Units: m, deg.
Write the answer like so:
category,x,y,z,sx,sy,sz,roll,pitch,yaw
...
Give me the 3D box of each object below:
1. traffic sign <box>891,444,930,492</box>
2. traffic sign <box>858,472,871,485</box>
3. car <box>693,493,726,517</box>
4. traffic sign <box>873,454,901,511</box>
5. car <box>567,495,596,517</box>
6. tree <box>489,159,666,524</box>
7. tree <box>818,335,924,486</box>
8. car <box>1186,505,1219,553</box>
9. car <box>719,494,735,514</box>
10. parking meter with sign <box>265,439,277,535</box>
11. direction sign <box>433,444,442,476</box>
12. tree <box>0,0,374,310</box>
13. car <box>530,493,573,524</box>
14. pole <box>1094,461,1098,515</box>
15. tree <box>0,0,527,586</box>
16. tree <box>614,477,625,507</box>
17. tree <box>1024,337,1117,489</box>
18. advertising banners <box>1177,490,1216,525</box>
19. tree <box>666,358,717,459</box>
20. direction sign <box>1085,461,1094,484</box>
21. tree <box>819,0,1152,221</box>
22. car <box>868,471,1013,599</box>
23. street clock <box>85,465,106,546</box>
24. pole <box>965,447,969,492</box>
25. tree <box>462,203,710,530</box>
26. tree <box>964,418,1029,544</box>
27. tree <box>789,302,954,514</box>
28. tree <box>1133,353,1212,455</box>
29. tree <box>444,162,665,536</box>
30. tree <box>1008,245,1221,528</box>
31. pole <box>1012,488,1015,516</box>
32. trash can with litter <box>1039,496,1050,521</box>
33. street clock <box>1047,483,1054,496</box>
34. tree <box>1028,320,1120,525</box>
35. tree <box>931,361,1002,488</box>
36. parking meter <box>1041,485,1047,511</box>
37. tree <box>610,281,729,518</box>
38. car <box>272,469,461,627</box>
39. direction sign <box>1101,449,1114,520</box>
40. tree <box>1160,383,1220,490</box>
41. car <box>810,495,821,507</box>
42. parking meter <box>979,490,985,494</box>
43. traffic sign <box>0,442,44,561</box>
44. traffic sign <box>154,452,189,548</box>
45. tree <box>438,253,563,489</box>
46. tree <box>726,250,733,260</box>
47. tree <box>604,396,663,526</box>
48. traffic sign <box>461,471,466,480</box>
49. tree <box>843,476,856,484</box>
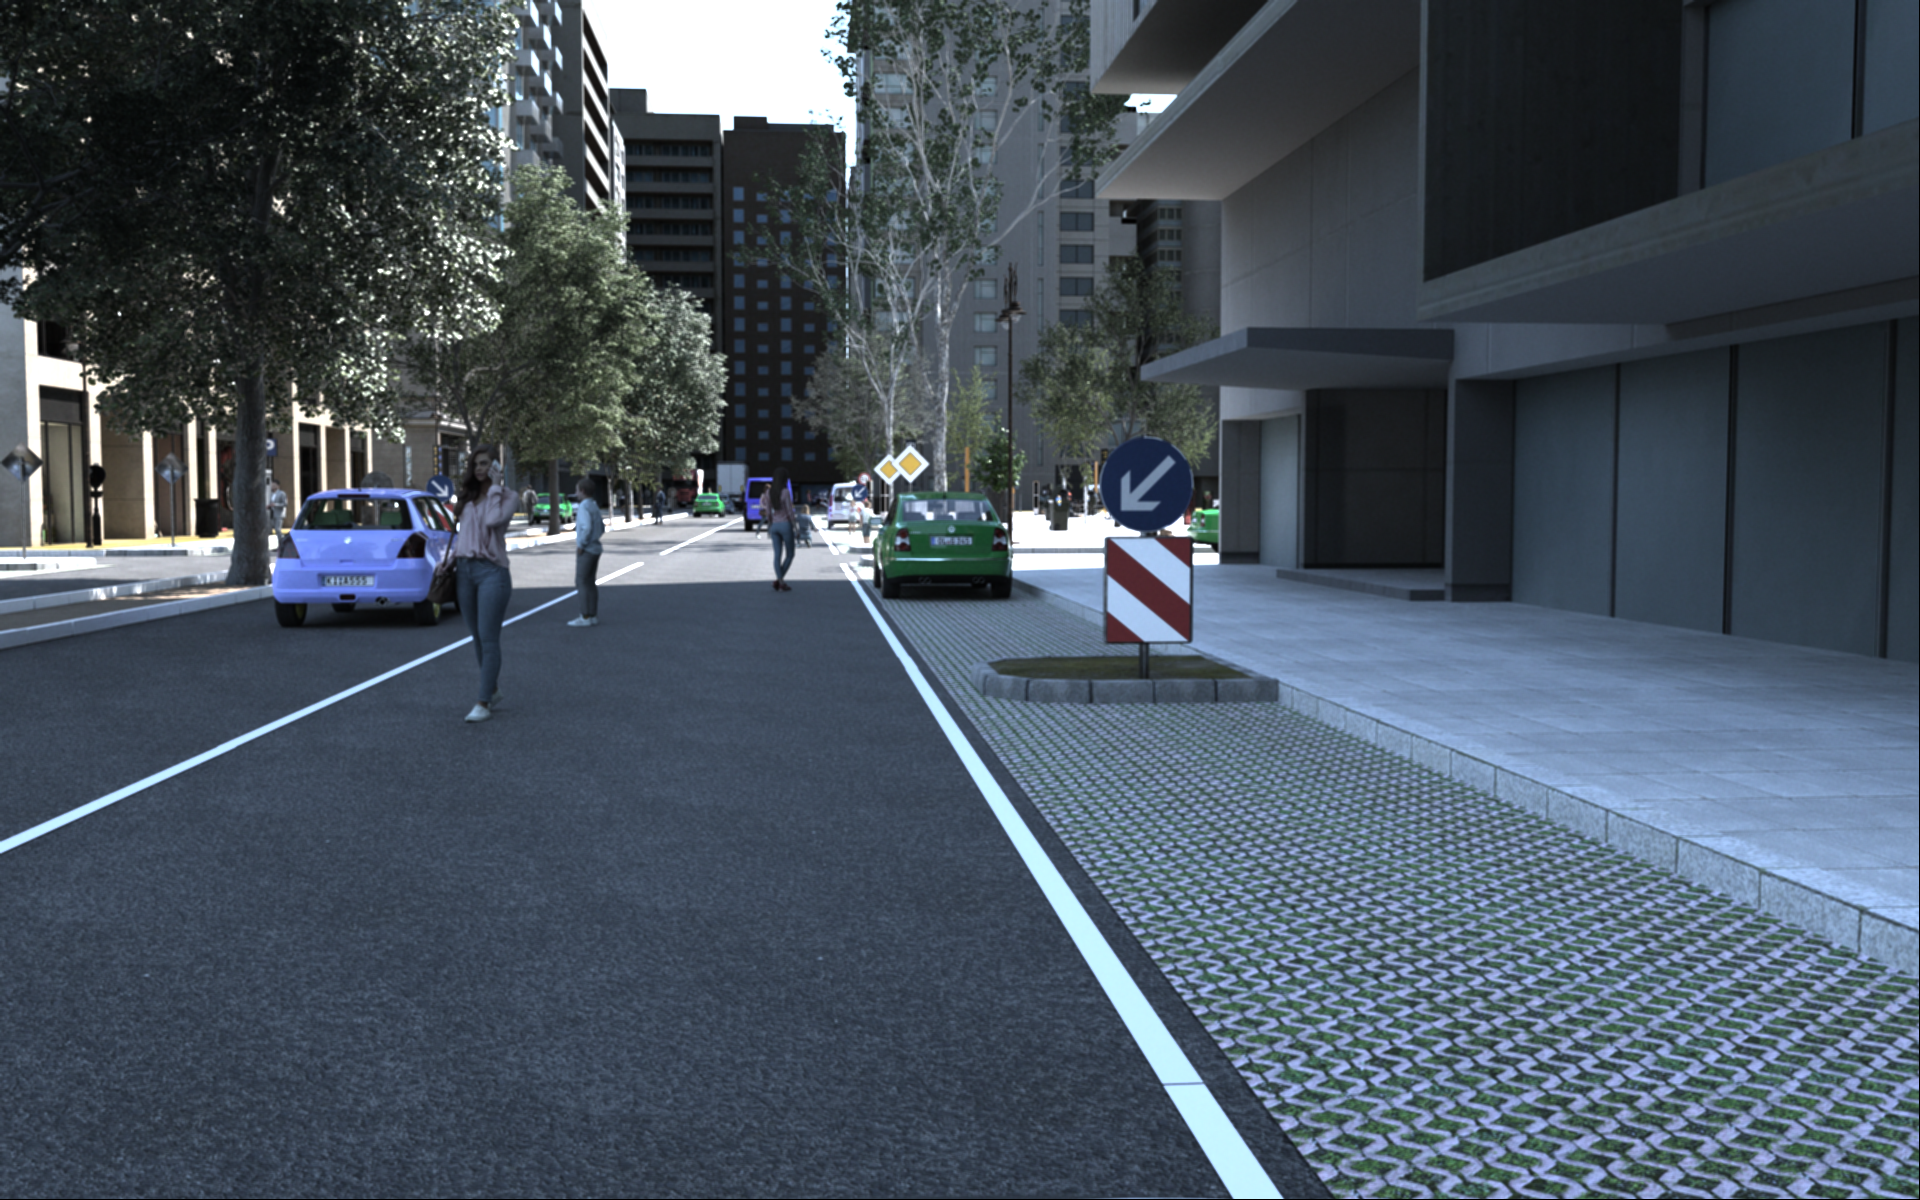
category,x,y,z,sx,sy,sz,roll,pitch,yaw
traffic sign,-1.003,-1.911,34.890,0.795,2.450,0.064,0,4,-5
traffic sign,-5.631,-6.243,102.182,0.768,2.556,0.104,0,4,-1
car,-15.621,-6.063,107.920,1.959,1.807,4.718,0,4,-4
traffic sign,-1.752,-2.397,42.840,0.795,2.450,0.064,0,4,-5
car,-21.224,-5.164,96.428,2.014,1.417,4.499,0,4,-6
tree,-12.484,-6.615,45.018,8.767,10.594,7.601,0,4,-5
tree,-6.365,-12.511,122.680,7.486,12.596,7.792,0,3,0
car,7.714,-1.951,40.700,4.718,1.807,1.959,0,4,-4
car,-16.968,-6.779,122.831,2.014,1.417,4.499,0,4,-4
parking meter with sign,-21.637,-3.508,53.610,0.543,3.016,1.738,0,4,-6
direction sign,-23.955,-5.350,79.466,0.379,3.537,0.876,0,4,5
tree,-10.000,-4.941,17.658,8.767,10.594,7.601,0,4,-5
car,-19.823,-4.591,83.864,1.959,1.807,4.718,0,4,-7
pole,8.504,-7.002,108.326,0.158,3.312,0.155,0,3,0
tree,-11.207,-7.208,26.959,9.857,13.997,8.962,0,3,0
tree,-34.695,-11.102,176.116,1.663,3.219,1.824,0,3,0
tree,4.931,-7.825,78.306,4.360,8.622,3.978,0,3,0
advertising banners,9.467,-4.589,71.220,2.074,3.025,0.090,0,3,0
tree,-15.929,-8.941,83.047,8.767,10.594,7.601,0,4,-5
direction sign,8.787,-7.682,117.597,0.379,3.537,0.876,-3,4,-38
tree,-0.018,-12.065,53.155,12.611,20.169,13.585,0,3,0
car,-0.320,-0.994,25.044,1.959,1.807,4.718,0,4,-5
street clock,-21.528,-2.361,43.166,0.471,2.002,0.358,-2,4,-24
pole,0.308,-4.979,75.246,0.158,3.312,0.155,0,3,0
tree,-14.835,-9.088,68.050,9.611,12.733,9.660,0,3,0
tree,0.916,-3.050,44.464,1.663,3.219,1.824,0,3,0
tree,-5.798,-12.263,110.866,12.009,13.543,11.850,0,3,0
tree,10.564,-8.328,86.522,4.360,8.622,3.978,0,3,0
tree,-14.062,-8.494,59.456,7.486,12.596,7.792,0,3,0
tree,6.039,-8.033,65.750,8.767,10.594,7.601,0,4,-5
pole,3.172,-6.685,103.149,0.158,3.312,0.155,0,3,0
trash can with litter,4.446,-4.315,81.932,0.624,1.170,1.055,-3,5,-41
street clock,5.983,-6.746,114.863,0.358,2.002,0.471,3,4,36
tree,5.058,-7.471,72.511,4.737,8.622,4.395,0,3,0
tree,0.383,-8.929,96.358,4.737,8.622,4.395,0,3,0
parking meter,5.331,-6.366,109.794,0.399,1.863,0.255,0,4,-4
tree,-18.308,-11.928,104.141,9.857,13.997,8.962,0,3,0
car,-6.675,-0.641,20.074,1.945,1.707,3.694,0,4,-7
direction sign,7.499,-5.797,86.781,0.876,3.537,0.379,1,4,12
tree,14.508,-9.887,112.022,4.737,8.622,4.395,0,3,0
car,-14.573,-10.031,176.582,1.945,1.354,3.894,0,4,-4
parking meter,1.458,-6.543,115.384,0.372,1.533,0.369,0,3,0
traffic sign,-18.024,-1.815,33.314,0.795,2.450,0.064,0,4,-5
traffic sign,-18.773,-2.301,41.264,0.795,2.450,0.064,0,4,-5
tree,-13.712,-6.035,51.491,4.360,8.622,3.978,0,3,0
tree,-4.824,-14.103,86.478,12.611,20.169,13.585,0,3,0
tree,-15.529,-7.587,76.859,4.737,8.622,4.395,0,3,0
traffic sign,-24.870,-5.357,87.699,0.768,2.556,0.104,0,4,-5
tree,-10.364,-10.017,158.385,1.663,3.219,1.824,0,3,0
